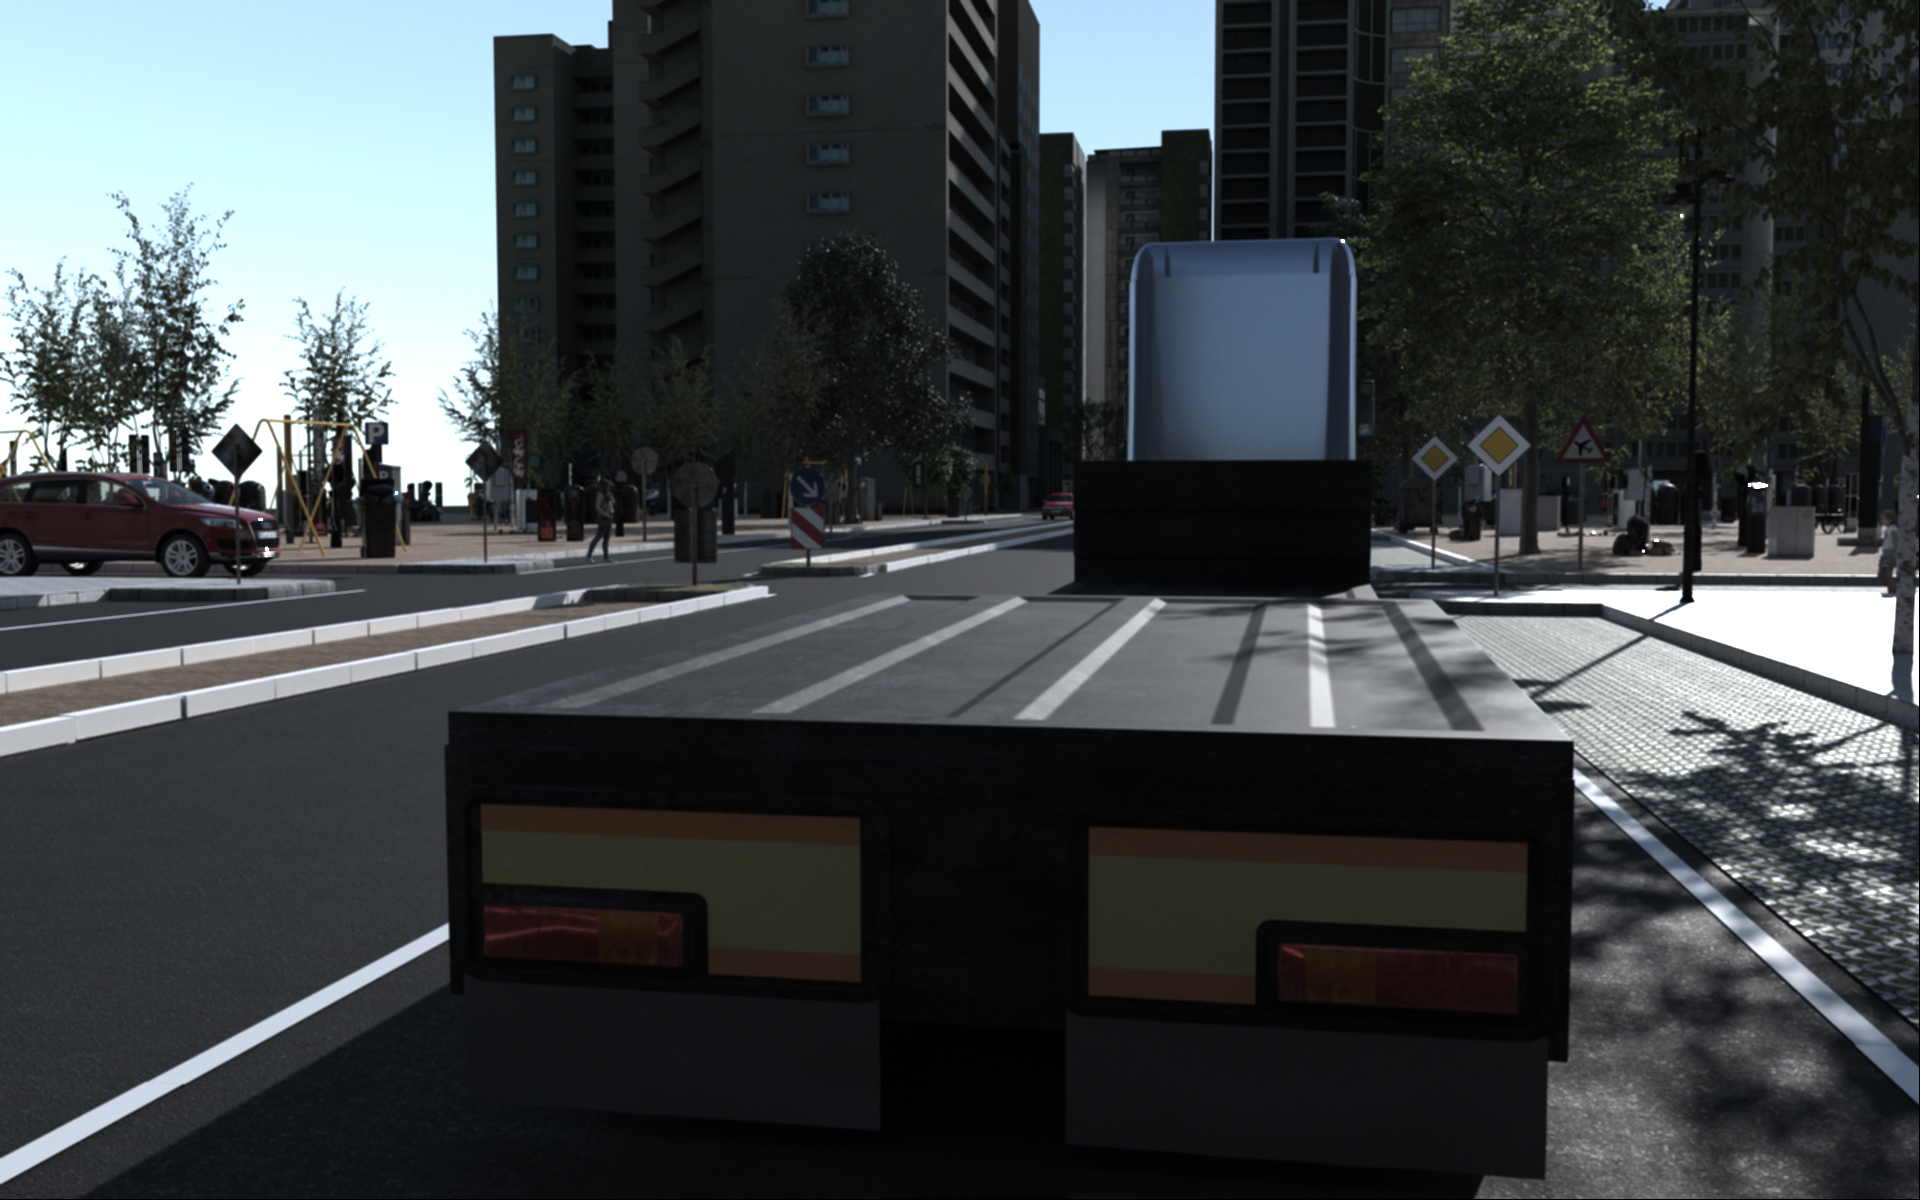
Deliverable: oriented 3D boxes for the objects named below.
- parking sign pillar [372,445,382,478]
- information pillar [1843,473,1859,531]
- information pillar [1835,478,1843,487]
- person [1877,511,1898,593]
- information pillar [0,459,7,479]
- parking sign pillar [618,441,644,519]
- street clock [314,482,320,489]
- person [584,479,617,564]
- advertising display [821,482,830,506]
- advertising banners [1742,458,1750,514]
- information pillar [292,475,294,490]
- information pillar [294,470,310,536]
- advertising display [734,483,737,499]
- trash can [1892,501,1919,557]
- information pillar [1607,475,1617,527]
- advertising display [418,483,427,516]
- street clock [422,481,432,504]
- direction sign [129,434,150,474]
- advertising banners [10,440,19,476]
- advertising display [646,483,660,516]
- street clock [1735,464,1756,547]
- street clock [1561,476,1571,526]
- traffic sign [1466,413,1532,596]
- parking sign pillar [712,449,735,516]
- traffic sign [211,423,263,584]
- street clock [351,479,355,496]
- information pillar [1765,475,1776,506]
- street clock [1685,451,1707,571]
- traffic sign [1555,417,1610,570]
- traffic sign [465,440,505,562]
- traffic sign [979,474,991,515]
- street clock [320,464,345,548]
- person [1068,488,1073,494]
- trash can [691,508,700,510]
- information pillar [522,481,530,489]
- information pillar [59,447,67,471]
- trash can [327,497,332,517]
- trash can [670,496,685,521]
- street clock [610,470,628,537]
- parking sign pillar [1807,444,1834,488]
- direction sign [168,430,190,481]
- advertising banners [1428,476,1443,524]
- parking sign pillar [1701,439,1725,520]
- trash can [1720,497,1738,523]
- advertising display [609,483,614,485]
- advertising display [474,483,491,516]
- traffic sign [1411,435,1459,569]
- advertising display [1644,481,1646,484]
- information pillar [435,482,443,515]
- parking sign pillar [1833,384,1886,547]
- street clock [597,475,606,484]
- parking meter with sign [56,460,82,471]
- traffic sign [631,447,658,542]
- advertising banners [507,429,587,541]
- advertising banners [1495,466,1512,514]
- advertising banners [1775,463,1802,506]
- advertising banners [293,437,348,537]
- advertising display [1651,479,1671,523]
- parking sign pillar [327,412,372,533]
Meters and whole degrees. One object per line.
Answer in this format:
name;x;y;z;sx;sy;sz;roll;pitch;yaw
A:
parking sign pillar;-25.165;-5.243;74.203;1.447;3.967;1.447;0;4;1
information pillar;31.103;-3.421;60.424;0.304;2.012;0.304;0;4;-2
information pillar;40.820;-4.642;80.385;0.304;2.012;0.304;0;4;0
person;12.409;-0.579;22.986;0.382;1.210;0.505;1;4;14
information pillar;-63.847;-7.604;115.688;0.183;3.616;0.504;2;4;24
parking sign pillar;-16.738;-6.100;88.199;1.447;3.967;1.447;-3;4;-37
street clock;-34.036;-5.337;91.827;0.471;2.002;0.358;1;4;10
person;-7.424;-1.631;35.751;0.643;1.750;0.593;0;4;-3
advertising display;-7.427;-5.570;96.290;0.123;1.923;0.974;-3;4;-36
advertising banners;33.726;-4.774;74.241;0.090;3.025;2.074;2;4;31
information pillar;-25.129;-3.707;65.094;0.304;2.012;0.304;2;4;33
information pillar;-20.248;-2.993;53.426;0.304;2.012;0.304;-1;4;-12
advertising display;-13.067;-5.730;98.907;0.123;1.923;0.974;2;4;30
trash can;19.503;-1.459;35.504;0.748;1.137;0.748;0;3;0
information pillar;25.351;-3.843;67.320;0.304;2.012;0.304;2;4;26
advertising display;-30.861;-5.771;99.563;0.123;1.923;0.974;0;4;8
street clock;-28.788;-5.449;93.668;0.471;2.002;0.358;0;4;1
direction sign;-31.264;-4.529;66.046;0.379;3.537;0.876;2;4;26
advertising banners;-30.977;-3.661;56.045;0.090;3.025;2.074;0;4;0
advertising display;-18.061;-5.894;101.573;0.974;1.923;0.123;-3;4;-39
street clock;19.135;-2.304;42.237;0.358;2.002;0.471;-1;4;-15
street clock;24.587;-4.020;70.301;0.358;2.002;0.471;3;5;40
traffic sign;6.722;-1.102;21.665;0.795;2.450;0.064;1;4;10
parking sign pillar;-13.983;-6.976;102.533;1.447;3.967;1.447;-2;4;-24
traffic sign;-10.268;-1.282;24.608;0.795;2.450;0.064;1;4;10
street clock;-26.404;-4.301;74.898;0.358;2.002;0.471;2;4;32
information pillar;30.717;-3.744;65.703;0.304;2.012;0.304;3;5;44
street clock;12.347;-1.498;29.061;0.358;2.002;0.471;1;4;11
traffic sign;10.505;-1.790;29.266;0.884;2.594;0.081;1;4;12
traffic sign;-8.909;-1.764;32.477;0.795;2.450;0.064;1;4;10
traffic sign;1.524;-6.559;107.347;0.768;2.556;0.104;1;4;17
street clock;-14.973;-2.260;41.521;0.358;2.002;0.471;1;4;15
person;7.319;-6.563;115.770;1.348;1.831;0.705;0;4;-6
trash can;-13.091;-4.498;85.188;0.748;1.137;0.748;0;3;0
information pillar;-22.661;-5.263;90.534;0.304;2.012;0.304;1;4;20
information pillar;-44.757;-5.820;86.507;0.183;3.616;0.504;1;4;12
trash can;-35.218;-5.208;96.807;0.748;1.137;0.748;0;3;0
trash can;-13.717;-4.425;84.005;0.748;1.137;0.748;0;3;0
street clock;-10.243;-2.906;52.090;0.471;2.002;0.358;-3;5;-41
parking sign pillar;44.034;-6.119;88.519;1.447;3.967;1.447;0;4;7
direction sign;-27.552;-4.231;61.175;0.379;3.537;0.876;1;4;22
advertising banners;20.320;-4.766;74.104;0.090;3.025;2.074;0;4;-1
parking sign pillar;37.290;-5.956;85.853;1.447;3.967;1.447;-3;5;-43
trash can;34.424;-4.033;77.593;0.748;1.137;0.748;0;3;0
advertising display;-19.234;-5.605;96.857;0.974;1.923;0.123;-3;4;-38
advertising display;-27.364;-5.754;99.294;0.974;1.923;0.123;-3;4;-36
traffic sign;8.081;-1.584;29.534;0.795;2.450;0.064;1;4;10
advertising display;33.152;-4.771;83.219;0.123;1.923;0.974;-1;4;-15
information pillar;-32.435;-6.319;107.807;0.304;2.012;0.304;2;4;28
parking sign pillar;22.601;-3.330;42.920;1.447;3.967;1.447;2;4;33
street clock;-13.853;-3.820;67.032;0.358;2.002;0.471;-2;4;-28
parking meter with sign;-45.811;-5.723;89.840;1.738;3.016;0.543;-1;4;-17
traffic sign;-8.525;-2.853;46.754;0.768;2.556;0.104;1;4;11
advertising banners;-11.206;-3.110;47.035;2.074;3.025;0.090;0;4;-7
advertising banners;30.691;-6.222;97.919;2.074;3.025;0.090;-3;4;-36
advertising banners;46.675;-6.231;98.068;0.090;3.025;2.074;-2;4;-31
advertising banners;-19.449;-3.441;52.449;0.090;3.025;2.074;3;5;40
advertising display;30.840;-4.348;76.299;0.974;1.923;0.123;-1;4;-17
parking sign pillar;-20.488;-4.225;57.551;1.447;3.967;1.447;-1;4;-23
